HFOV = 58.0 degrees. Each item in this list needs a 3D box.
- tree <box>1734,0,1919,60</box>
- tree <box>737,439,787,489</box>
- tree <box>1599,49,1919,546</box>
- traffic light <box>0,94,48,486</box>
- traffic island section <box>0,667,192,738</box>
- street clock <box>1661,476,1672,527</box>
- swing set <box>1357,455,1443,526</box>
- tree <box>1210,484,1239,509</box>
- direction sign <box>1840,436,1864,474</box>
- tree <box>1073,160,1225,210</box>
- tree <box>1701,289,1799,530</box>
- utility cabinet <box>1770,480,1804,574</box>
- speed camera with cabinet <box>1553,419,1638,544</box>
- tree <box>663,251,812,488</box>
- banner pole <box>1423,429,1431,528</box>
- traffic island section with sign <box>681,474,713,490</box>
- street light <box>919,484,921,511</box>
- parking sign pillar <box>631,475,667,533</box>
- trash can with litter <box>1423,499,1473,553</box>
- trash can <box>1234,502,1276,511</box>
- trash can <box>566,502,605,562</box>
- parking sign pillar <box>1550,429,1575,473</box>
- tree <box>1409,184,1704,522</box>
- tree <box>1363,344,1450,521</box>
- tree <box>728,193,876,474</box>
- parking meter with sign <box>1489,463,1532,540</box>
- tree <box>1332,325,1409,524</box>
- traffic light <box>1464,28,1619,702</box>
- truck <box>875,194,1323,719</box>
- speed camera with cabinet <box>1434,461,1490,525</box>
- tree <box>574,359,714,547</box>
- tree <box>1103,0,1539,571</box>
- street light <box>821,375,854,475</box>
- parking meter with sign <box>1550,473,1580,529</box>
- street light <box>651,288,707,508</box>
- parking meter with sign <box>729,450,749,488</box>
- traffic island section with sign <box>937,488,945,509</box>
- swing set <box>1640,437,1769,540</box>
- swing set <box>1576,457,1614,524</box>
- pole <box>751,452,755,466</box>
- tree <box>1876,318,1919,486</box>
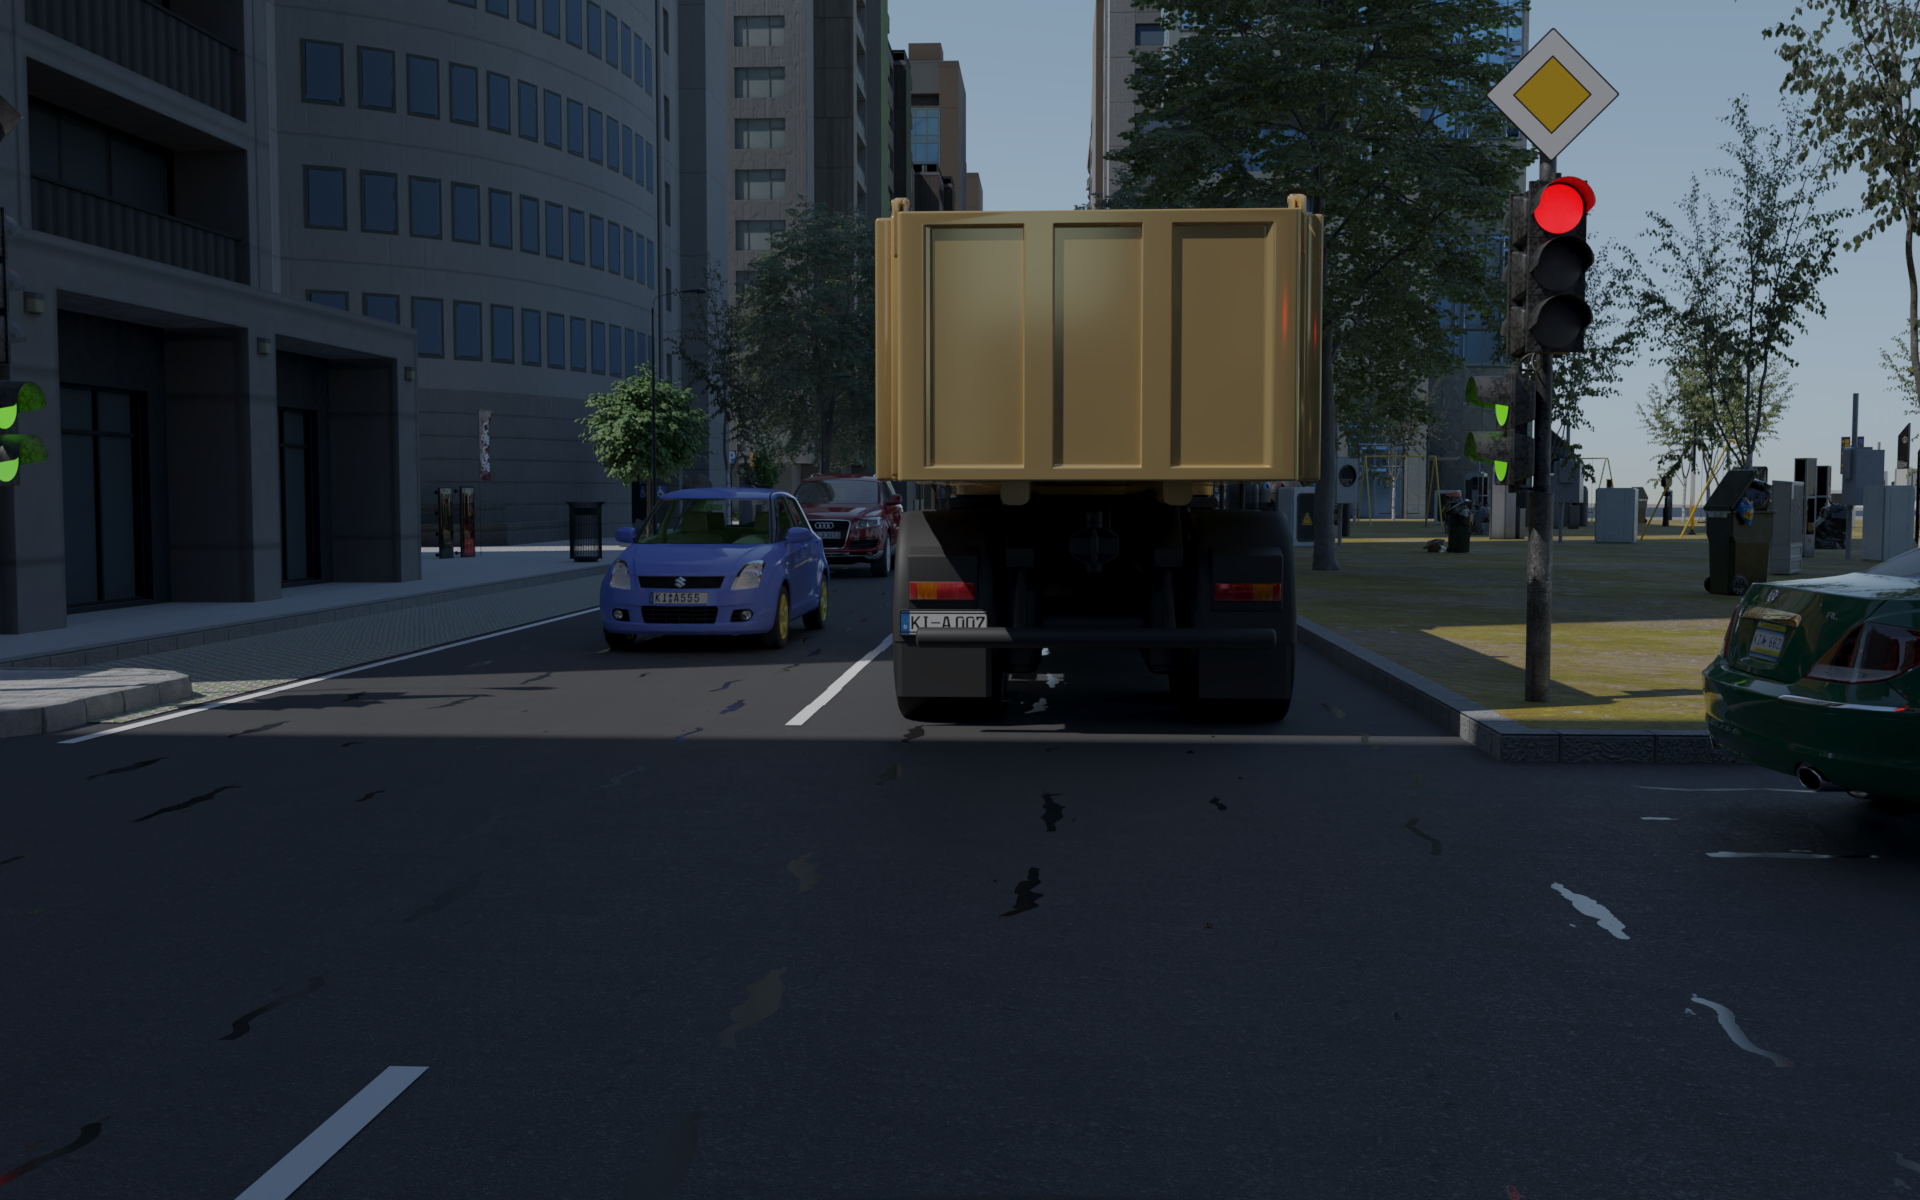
[{"bbox_3d":[9.261,-4.015,16.002,4.360,8.622,3.978,0,3,0],"label":"tree"},{"bbox_3d":[-6.934,-3.998,59.961,1.663,3.219,1.824,0,3,0],"label":"tree"},{"bbox_3d":[14.193,-4.961,31.468,4.360,8.622,3.978,0,3,0],"label":"tree"},{"bbox_3d":[-6.386,-1.359,11.148,0.839,4.253,0.868,0,4,3],"label":"traffic light"},{"bbox_3d":[-6.426,0.673,11.285,2.009,0.180,2.903,0,4,3],"label":"traffic island section"},{"bbox_3d":[27.874,-3.902,68.361,0.471,2.002,0.358,-3,4,-38],"label":"street clock"},{"bbox_3d":[17.821,-4.470,70.700,3.119,2.851,2.862,0,4,3],"label":"swing set"},{"bbox_3d":[5.648,-3.341,38.339,4.285,4.588,4.351,0,3,0],"label":"tree"},{"bbox_3d":[35.063,-4.656,68.130,0.379,3.537,0.876,-3,4,-38],"label":"direction sign"},{"bbox_3d":[7.363,-9.632,64.133,9.857,13.997,8.962,0,3,0],"label":"tree"},{"bbox_3d":[26.885,-6.811,61.724,4.737,8.622,4.395,0,3,0],"label":"tree"},{"bbox_3d":[13.273,-1.168,27.771,0.318,1.500,1.173,2,4,34],"label":"utility cabinet"},{"bbox_3d":[16.686,-3.126,45.441,2.038,3.252,0.660,2,4,30],"label":"speed camera with cabinet"},{"bbox_3d":[-6.932,-6.300,53.363,4.360,8.622,3.978,0,3,0],"label":"tree"},{"bbox_3d":[17.884,-4.661,66.220,0.401,3.779,0.863,0,4,7],"label":"banner pole"},{"bbox_3d":[-5.196,-1.550,33.963,1.989,1.847,2.006,0,4,3],"label":"traffic island section with sign"},{"bbox_3d":[-2.138,-8.756,115.697,1.470,5.913,1.316,0,4,3],"label":"street light"},{"bbox_3d":[-8.738,-3.681,48.658,1.447,3.967,1.447,-3,5,-40],"label":"parking sign pillar"},{"bbox_3d":[10.687,-1.625,37.957,1.055,1.170,0.624,2,4,35],"label":"trash can with litter"},{"bbox_3d":[5.331,-1.203,31.316,0.748,1.137,0.748,0,3,0],"label":"trash can"},{"bbox_3d":[-7.073,-1.289,32.728,0.748,1.137,0.748,0,3,0],"label":"trash can"},{"bbox_3d":[24.377,-5.022,70.580,1.447,3.967,1.447,-2,4,-27],"label":"parking sign pillar"},{"bbox_3d":[14.129,-5.562,41.293,4.737,8.622,4.395,0,3,0],"label":"tree"},{"bbox_3d":[20.930,-8.083,82.516,4.360,8.622,3.978,0,3,0],"label":"tree"},{"bbox_3d":[-5.823,-10.302,75.091,9.857,13.997,8.962,0,3,0],"label":"tree"},{"bbox_3d":[15.480,-3.235,49.160,0.543,3.016,1.738,3,5,44],"label":"parking meter with sign"},{"bbox_3d":[17.044,-7.579,74.286,4.737,8.622,4.395,0,3,0],"label":"tree"},{"bbox_3d":[3.561,-1.328,10.627,0.839,4.253,0.868,0,4,3],"label":"traffic light"},{"bbox_3d":[1.059,-1.147,14.686,3.469,3.379,9.791,0,4,3],"label":"truck"},{"bbox_3d":[20.917,-4.772,72.355,2.038,3.252,0.660,2,4,31],"label":"speed camera with cabinet"},{"bbox_3d":[-7.703,-3.580,42.253,4.285,4.588,4.351,0,3,0],"label":"tree"},{"bbox_3d":[5.903,-6.753,28.536,7.486,12.596,7.792,0,3,0],"label":"tree"},{"bbox_3d":[-4.828,-5.805,67.450,1.470,5.913,1.316,0,4,3],"label":"street light"},{"bbox_3d":[21.832,-4.119,63.614,1.738,3.016,0.543,0,4,7],"label":"parking meter with sign"},{"bbox_3d":[-6.407,-4.081,39.258,1.470,5.913,1.316,0,4,3],"label":"street light"},{"bbox_3d":[-8.396,-4.419,68.517,1.738,3.016,0.543,2,4,31],"label":"parking meter with sign"},{"bbox_3d":[-1.124,-6.153,109.232,1.989,1.847,2.006,0,4,3],"label":"traffic island section with sign"},{"bbox_3d":[20.994,-3.108,48.438,2.862,2.851,3.119,3,5,44],"label":"swing set"},{"bbox_3d":[26.720,-4.731,74.971,3.119,2.851,2.862,3,5,45],"label":"swing set"},{"bbox_3d":[-10.087,-5.536,84.351,0.158,3.312,0.155,0,3,0],"label":"pole"},{"bbox_3d":[29.374,-6.125,50.508,4.737,8.622,4.395,0,3,0],"label":"tree"}]
